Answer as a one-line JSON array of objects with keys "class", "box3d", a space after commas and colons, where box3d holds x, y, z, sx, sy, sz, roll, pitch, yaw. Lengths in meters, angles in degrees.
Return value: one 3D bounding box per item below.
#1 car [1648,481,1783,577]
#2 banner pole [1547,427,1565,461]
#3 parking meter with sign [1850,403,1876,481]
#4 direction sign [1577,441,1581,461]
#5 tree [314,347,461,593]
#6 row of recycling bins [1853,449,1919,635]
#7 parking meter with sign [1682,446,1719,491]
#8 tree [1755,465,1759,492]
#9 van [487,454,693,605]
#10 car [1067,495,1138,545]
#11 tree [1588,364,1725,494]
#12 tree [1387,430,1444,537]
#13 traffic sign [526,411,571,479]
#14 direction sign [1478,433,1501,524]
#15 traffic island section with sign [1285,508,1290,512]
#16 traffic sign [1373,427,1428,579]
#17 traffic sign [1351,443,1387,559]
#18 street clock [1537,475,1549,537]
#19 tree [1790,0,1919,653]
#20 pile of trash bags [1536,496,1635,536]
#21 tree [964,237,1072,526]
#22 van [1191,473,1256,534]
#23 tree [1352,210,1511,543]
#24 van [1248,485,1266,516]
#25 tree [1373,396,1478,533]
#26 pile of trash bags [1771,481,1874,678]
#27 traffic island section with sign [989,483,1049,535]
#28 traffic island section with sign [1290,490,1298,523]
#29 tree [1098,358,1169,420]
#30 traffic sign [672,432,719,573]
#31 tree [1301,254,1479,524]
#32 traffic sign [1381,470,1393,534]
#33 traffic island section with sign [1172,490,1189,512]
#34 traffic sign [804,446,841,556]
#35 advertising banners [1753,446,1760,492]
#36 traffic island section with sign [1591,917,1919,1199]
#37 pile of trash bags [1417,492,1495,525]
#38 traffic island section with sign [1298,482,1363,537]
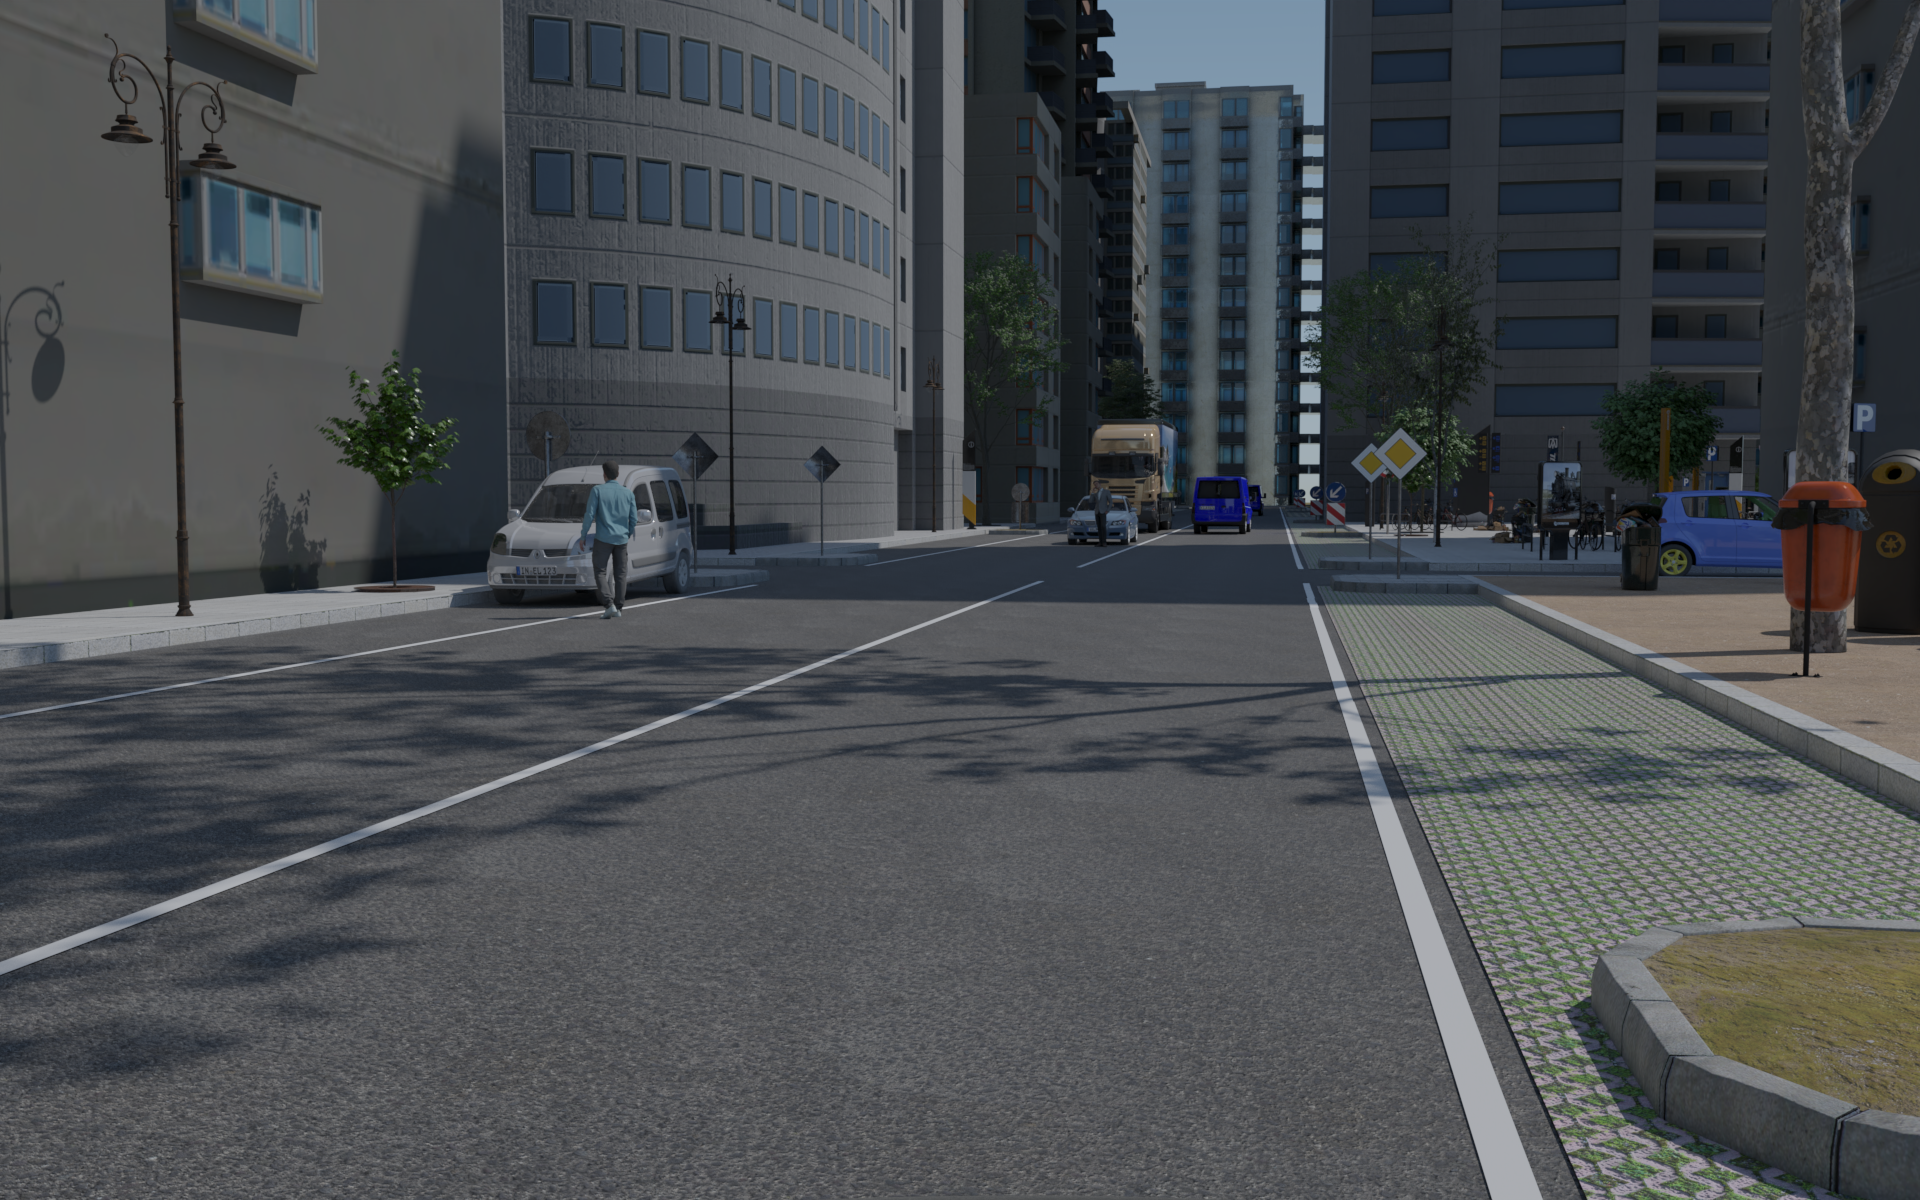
[{"class": "car", "box3d": [13.400, -1.224, 29.601, 3.694, 1.707, 1.945, 1, 4, 11]}, {"class": "banner pole", "box3d": [22.269, -4.567, 64.695, 0.401, 3.779, 0.863, -3, 4, -38]}, {"class": "parking meter with sign", "box3d": [17.086, -2.317, 34.140, 0.543, 3.016, 1.738, -1, 4, -19]}, {"class": "direction sign", "box3d": [26.476, -5.027, 74.182, 0.379, 3.537, 0.876, 1, 4, 13]}, {"class": "tree", "box3d": [-7.366, -1.729, 22.875, 1.663, 3.219, 1.824, 0, 3, 0]}, {"class": "row of recycling bins", "box3d": [9.198, -0.474, 14.857, 1.069, 1.692, 3.534, -1, 4, -16]}, {"class": "parking meter with sign", "box3d": [26.435, -4.049, 62.469, 1.738, 3.016, 0.543, -1, 4, -17]}, {"class": "tree", "box3d": [44.740, -6.236, 96.563, 1.663, 3.219, 1.824, 0, 3, 0]}, {"class": "van", "box3d": [-4.994, -1.021, 23.712, 2.013, 2.044, 4.112, 1, 4, 9]}, {"class": "car", "box3d": [4.179, -2.341, 50.283, 2.014, 1.417, 4.499, 1, 4, 10]}, {"class": "tree", "box3d": [17.636, -3.688, 44.006, 4.285, 4.588, 4.351, 0, 3, 0]}, {"class": "tree", "box3d": [13.862, -3.548, 52.618, 1.663, 3.219, 1.824, 0, 3, 0]}, {"class": "traffic sign", "box3d": [-6.318, -1.616, 26.534, 0.768, 2.556, 0.104, 1, 4, 16]}, {"class": "direction sign", "box3d": [19.599, -4.415, 64.178, 0.876, 3.537, 0.379, 3, 5, 45]}, {"class": "traffic island section with sign", "box3d": [26.376, -7.695, 134.440, 1.989, 1.847, 2.006, 1, 4, 10]}, {"class": "traffic sign", "box3d": [6.618, -1.373, 26.087, 0.795, 2.450, 0.064, 1, 4, 10]}, {"class": "traffic sign", "box3d": [8.048, -1.853, 33.944, 0.795, 2.450, 0.064, 1, 4, 10]}, {"class": "street clock", "box3d": [17.523, -2.890, 51.823, 0.471, 2.002, 0.358, 0, 3, 0]}, {"class": "tree", "box3d": [6.036, -9.575, 12.439, 12.611, 20.169, 13.585, 0, 3, 0]}, {"class": "pile of trash bags", "box3d": [19.931, -2.758, 54.841, 3.447, 1.369, 1.912, 3, 5, 42]}, {"class": "tree", "box3d": [0.966, -8.802, 69.665, 9.928, 11.665, 9.643, 0, 3, 0]}, {"class": "van", "box3d": [9.648, -3.616, 63.504, 2.240, 2.365, 5.245, 1, 4, 12]}, {"class": "tree", "box3d": [12.552, -5.829, 45.671, 4.360, 8.622, 3.978, 0, 3, 0]}, {"class": "van", "box3d": [19.083, -6.738, 114.552, 2.240, 2.365, 5.245, 1, 4, 11]}, {"class": "tree", "box3d": [15.356, -4.502, 57.323, 4.285, 4.588, 4.351, 0, 3, 0]}, {"class": "pile of trash bags", "box3d": [7.155, -0.100, 11.384, 3.447, 1.369, 1.912, 3, 5, 42]}, {"class": "traffic island section with sign", "box3d": [2.151, -3.252, 61.804, 1.989, 1.847, 2.006, 1, 4, 10]}, {"class": "traffic island section with sign", "box3d": [17.351, -4.666, 84.912, 1.989, 1.847, 2.006, 1, 4, 10]}, {"class": "tree", "box3d": [13.899, -13.892, 145.257, 7.486, 12.596, 7.792, 0, 3, 0]}, {"class": "traffic sign", "box3d": [-4.294, -1.495, 28.088, 0.795, 2.450, 0.064, 1, 4, 10]}, {"class": "tree", "box3d": [18.393, -9.092, 74.403, 9.928, 11.665, 9.643, 0, 3, 0]}, {"class": "traffic sign", "box3d": [13.622, -3.364, 55.103, 0.768, 2.556, 0.104, 1, 4, 13]}, {"class": "traffic island section with sign", "box3d": [20.538, -9.429, 162.784, 1.989, 1.847, 2.006, 1, 4, 10]}, {"class": "traffic sign", "box3d": [-2.864, -1.976, 35.944, 0.795, 2.450, 0.064, 1, 4, 10]}, {"class": "advertising banners", "box3d": [29.343, -4.058, 62.541, 2.074, 3.025, 0.090, -3, 4, -37]}, {"class": "traffic island section with sign", "box3d": [2.654, 0.273, 4.159, 1.989, 1.847, 2.006, 1, 4, 10]}, {"class": "pile of trash bags", "box3d": [20.984, -3.878, 73.153, 1.912, 1.369, 3.447, -3, 5, -42]}, {"class": "traffic island section with sign", "box3d": [12.493, -3.033, 58.217, 1.989, 1.847, 2.006, 1, 4, 10]}]
